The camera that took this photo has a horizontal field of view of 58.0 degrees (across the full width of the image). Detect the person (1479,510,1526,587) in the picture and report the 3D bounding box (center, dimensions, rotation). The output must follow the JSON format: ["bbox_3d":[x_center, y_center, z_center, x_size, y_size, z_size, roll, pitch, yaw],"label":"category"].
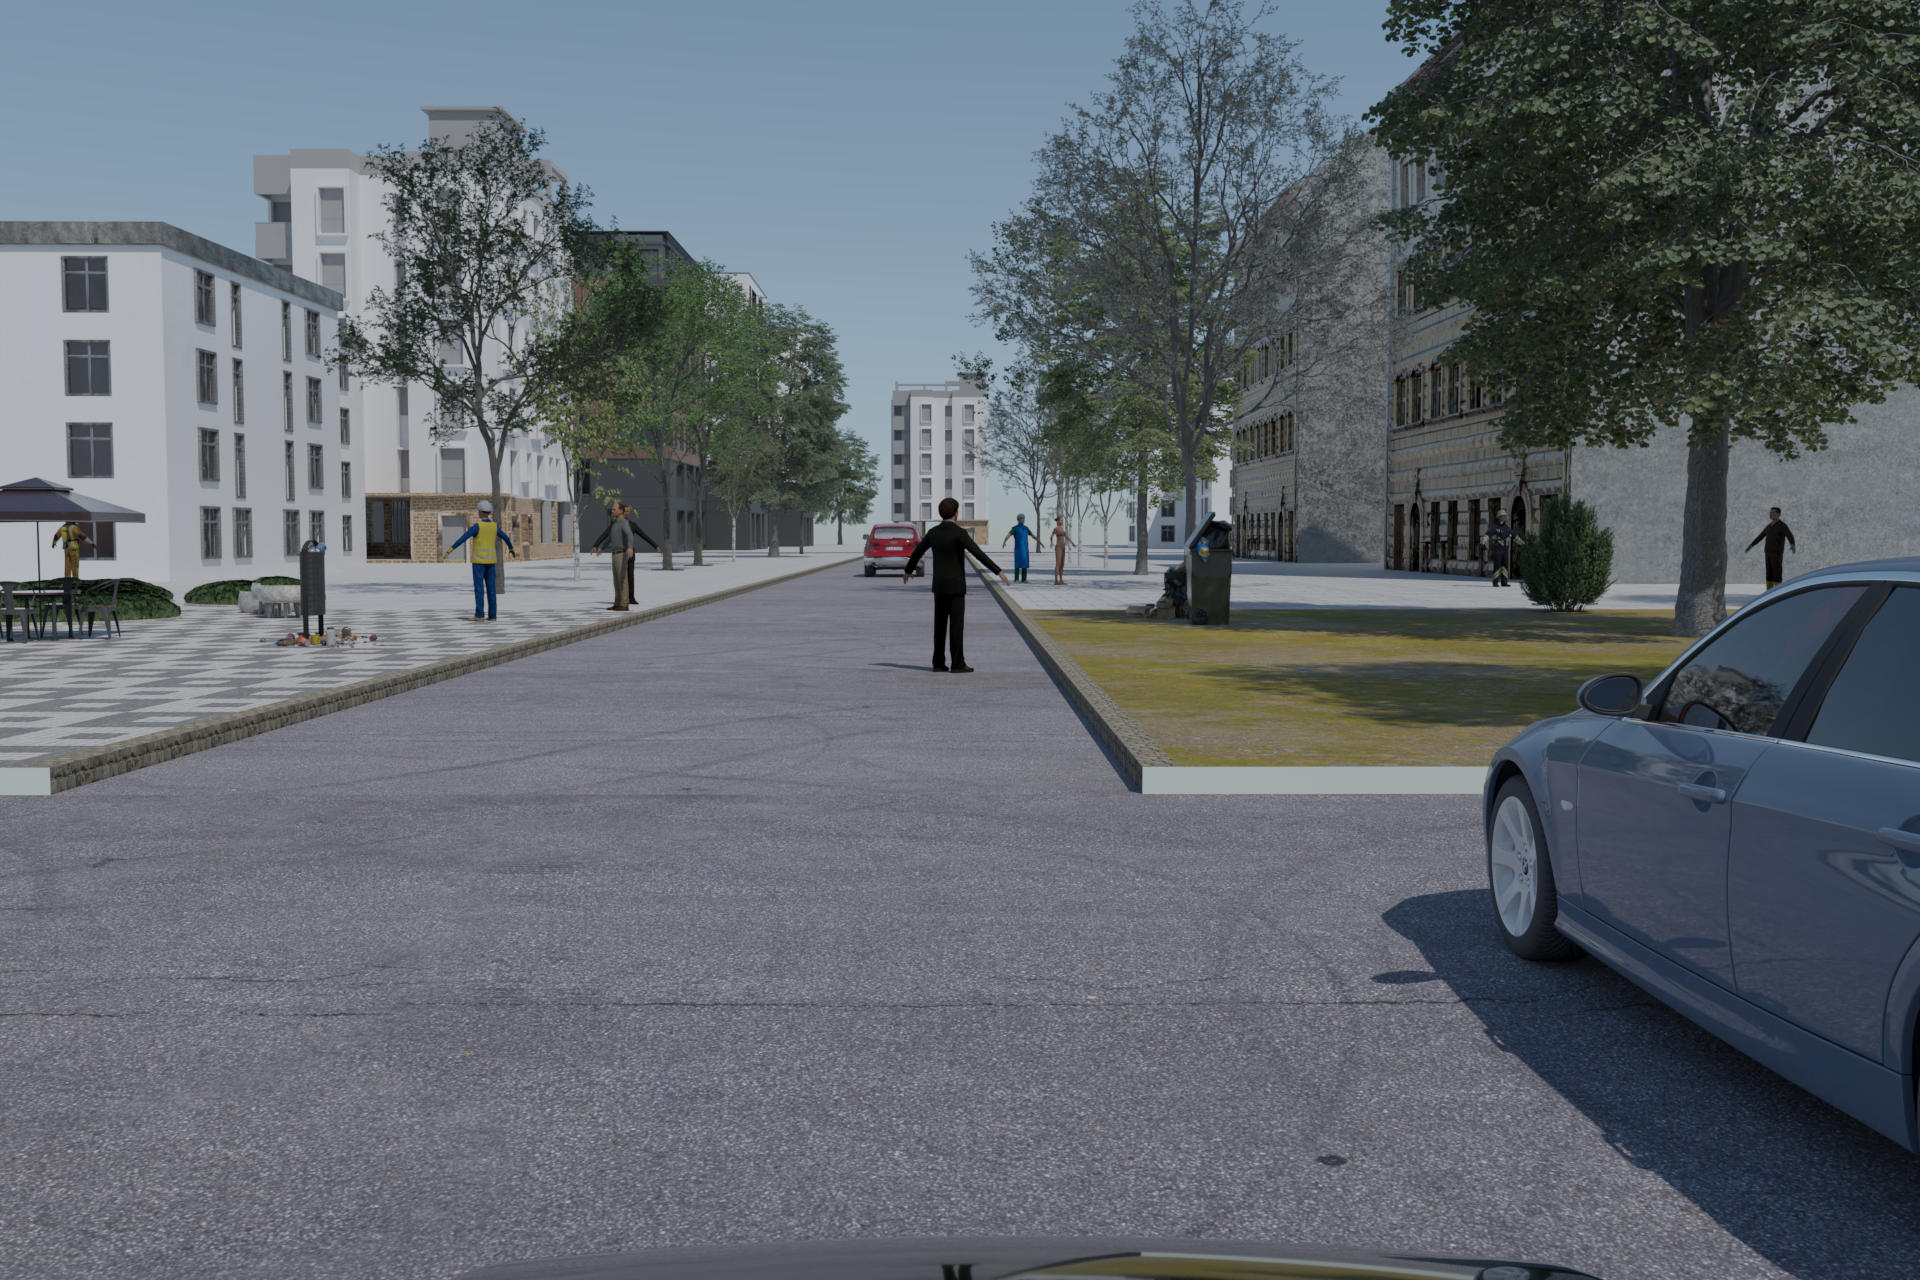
[{"bbox_3d":[13.117,-2.212,41.944,1.354,1.856,0.705,-1,4,-17],"label":"person"}]

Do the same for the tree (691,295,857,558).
[{"bbox_3d":[-10.092,-11.473,94.233,9.857,13.997,8.962,0,3,0],"label":"tree"}]

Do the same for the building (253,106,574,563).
[{"bbox_3d":[-25.286,-13.553,78.009,16.016,20.090,11.380,0,4,0],"label":"building"}]

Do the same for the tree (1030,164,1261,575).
[{"bbox_3d":[5.774,-8.316,54.097,7.486,12.596,7.792,0,3,0],"label":"tree"}]

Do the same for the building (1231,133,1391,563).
[{"bbox_3d":[24.122,-15.540,85.012,19.493,23.208,18.063,0,4,0],"label":"building"}]

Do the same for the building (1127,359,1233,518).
[{"bbox_3d":[23.085,-20.078,184.693,16.016,20.090,11.380,0,3,0],"label":"building"}]

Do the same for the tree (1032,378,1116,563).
[{"bbox_3d":[4.843,-7.748,77.036,4.360,8.622,3.978,0,3,0],"label":"tree"}]

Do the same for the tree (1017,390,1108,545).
[{"bbox_3d":[13.083,-21.196,202.442,12.611,20.169,13.585,0,3,0],"label":"tree"}]

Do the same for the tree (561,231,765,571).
[{"bbox_3d":[-10.422,-8.243,60.522,9.928,11.665,9.643,0,3,0],"label":"tree"}]

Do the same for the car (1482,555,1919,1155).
[{"bbox_3d":[2.739,0.467,4.367,2.014,1.417,4.499,0,4,0],"label":"car"}]

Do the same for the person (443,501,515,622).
[{"bbox_3d":[-7.057,-1.166,25.533,0.721,1.772,1.216,3,5,40],"label":"person"}]

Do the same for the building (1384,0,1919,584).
[{"bbox_3d":[24.628,-13.564,52.703,19.493,23.208,18.063,0,4,-1],"label":"building"}]

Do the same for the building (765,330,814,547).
[{"bbox_3d":[-29.597,-19.956,170.256,27.936,21.610,32.646,0,4,0],"label":"building"}]

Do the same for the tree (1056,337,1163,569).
[{"bbox_3d":[5.425,-6.980,64.482,4.360,8.622,3.978,0,3,0],"label":"tree"}]

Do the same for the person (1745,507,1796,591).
[{"bbox_3d":[15.878,-1.694,33.827,0.704,1.812,1.346,-1,4,-15],"label":"person"}]

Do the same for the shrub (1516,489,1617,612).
[{"bbox_3d":[10.003,-1.482,28.649,1.690,2.028,1.600,0,3,0],"label":"shrub"}]

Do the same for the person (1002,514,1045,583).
[{"bbox_3d":[1.612,-2.383,45.096,1.347,1.817,0.704,-2,4,-34],"label":"person"}]

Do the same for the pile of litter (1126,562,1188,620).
[{"bbox_3d":[3.140,-0.780,26.712,1.176,0.858,1.719,0,3,0],"label":"pile of litter"}]

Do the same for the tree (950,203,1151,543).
[{"bbox_3d":[5.894,-14.702,96.270,12.611,20.169,13.585,0,3,0],"label":"tree"}]

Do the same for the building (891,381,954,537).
[{"bbox_3d":[-7.724,-21.210,205.666,11.380,20.090,16.016,0,4,-8],"label":"building"}]

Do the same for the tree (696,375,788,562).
[{"bbox_3d":[-10.489,-7.829,78.364,4.360,8.622,3.978,0,3,0],"label":"tree"}]

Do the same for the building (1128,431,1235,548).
[{"bbox_3d":[20.968,-13.008,154.820,9.099,9.664,28.070,0,4,-1],"label":"building"}]

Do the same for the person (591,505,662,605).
[{"bbox_3d":[-6.074,-1.542,31.439,1.346,1.802,0.704,-2,4,-30],"label":"person"}]

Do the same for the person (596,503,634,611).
[{"bbox_3d":[-5.716,-1.388,28.964,0.705,1.796,1.348,-2,4,-35],"label":"person"}]

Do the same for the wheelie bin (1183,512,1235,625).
[{"bbox_3d":[3.559,-1.026,24.683,0.693,1.594,0.980,0,3,0],"label":"wheelie bin"}]

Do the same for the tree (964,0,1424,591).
[{"bbox_3d":[5.203,-7.858,38.848,12.009,13.543,11.850,0,3,0],"label":"tree"}]

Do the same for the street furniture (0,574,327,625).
[{"bbox_3d":[-13.722,-0.839,29.352,5.734,0.657,10.072,-1,4,-22],"label":"street furniture"}]

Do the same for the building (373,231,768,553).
[{"bbox_3d":[-30.362,-17.686,133.146,27.936,21.610,32.646,0,4,-1],"label":"building"}]

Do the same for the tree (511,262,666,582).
[{"bbox_3d":[-10.199,-5.868,46.298,4.737,8.622,4.395,0,3,0],"label":"tree"}]

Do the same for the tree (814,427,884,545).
[{"bbox_3d":[-14.017,-18.159,203.554,9.857,13.997,8.962,0,3,0],"label":"tree"}]

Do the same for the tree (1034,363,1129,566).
[{"bbox_3d":[4.662,-7.326,70.147,4.360,8.622,3.978,0,3,0],"label":"tree"}]

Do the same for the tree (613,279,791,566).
[{"bbox_3d":[-10.381,-8.780,69.310,9.928,11.665,9.643,0,3,0],"label":"tree"}]

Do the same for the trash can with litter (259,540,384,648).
[{"bbox_3d":[-7.444,-0.582,20.574,1.678,1.210,2.233,0,4,-1],"label":"trash can with litter"}]

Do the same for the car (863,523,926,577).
[{"bbox_3d":[-2.210,-3.092,59.235,2.281,1.827,5.304,0,4,-1],"label":"car"}]

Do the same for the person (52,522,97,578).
[{"bbox_3d":[-23.087,-2.401,45.031,1.354,1.858,0.705,1,4,15],"label":"person"}]

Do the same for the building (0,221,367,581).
[{"bbox_3d":[-26.098,-7.247,60.640,9.099,9.664,28.070,0,4,-1],"label":"building"}]

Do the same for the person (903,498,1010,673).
[{"bbox_3d":[-0.093,-0.569,17.946,1.347,1.806,0.705,3,4,36],"label":"person"}]

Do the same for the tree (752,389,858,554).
[{"bbox_3d":[-10.282,-10.739,109.994,8.767,10.594,7.601,1,4,22],"label":"tree"}]

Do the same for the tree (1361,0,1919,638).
[{"bbox_3d":[9.236,-7.014,21.339,9.857,13.997,8.962,0,3,0],"label":"tree"}]

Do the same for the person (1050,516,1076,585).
[{"bbox_3d":[2.586,-2.255,43.669,0.721,1.733,1.217,2,4,33],"label":"person"}]

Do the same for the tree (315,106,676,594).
[{"bbox_3d":[-9.770,-6.280,37.093,8.767,10.594,7.601,1,4,14],"label":"tree"}]

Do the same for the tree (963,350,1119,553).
[{"bbox_3d":[5.224,-12.541,115.421,12.009,13.543,11.850,0,3,0],"label":"tree"}]
